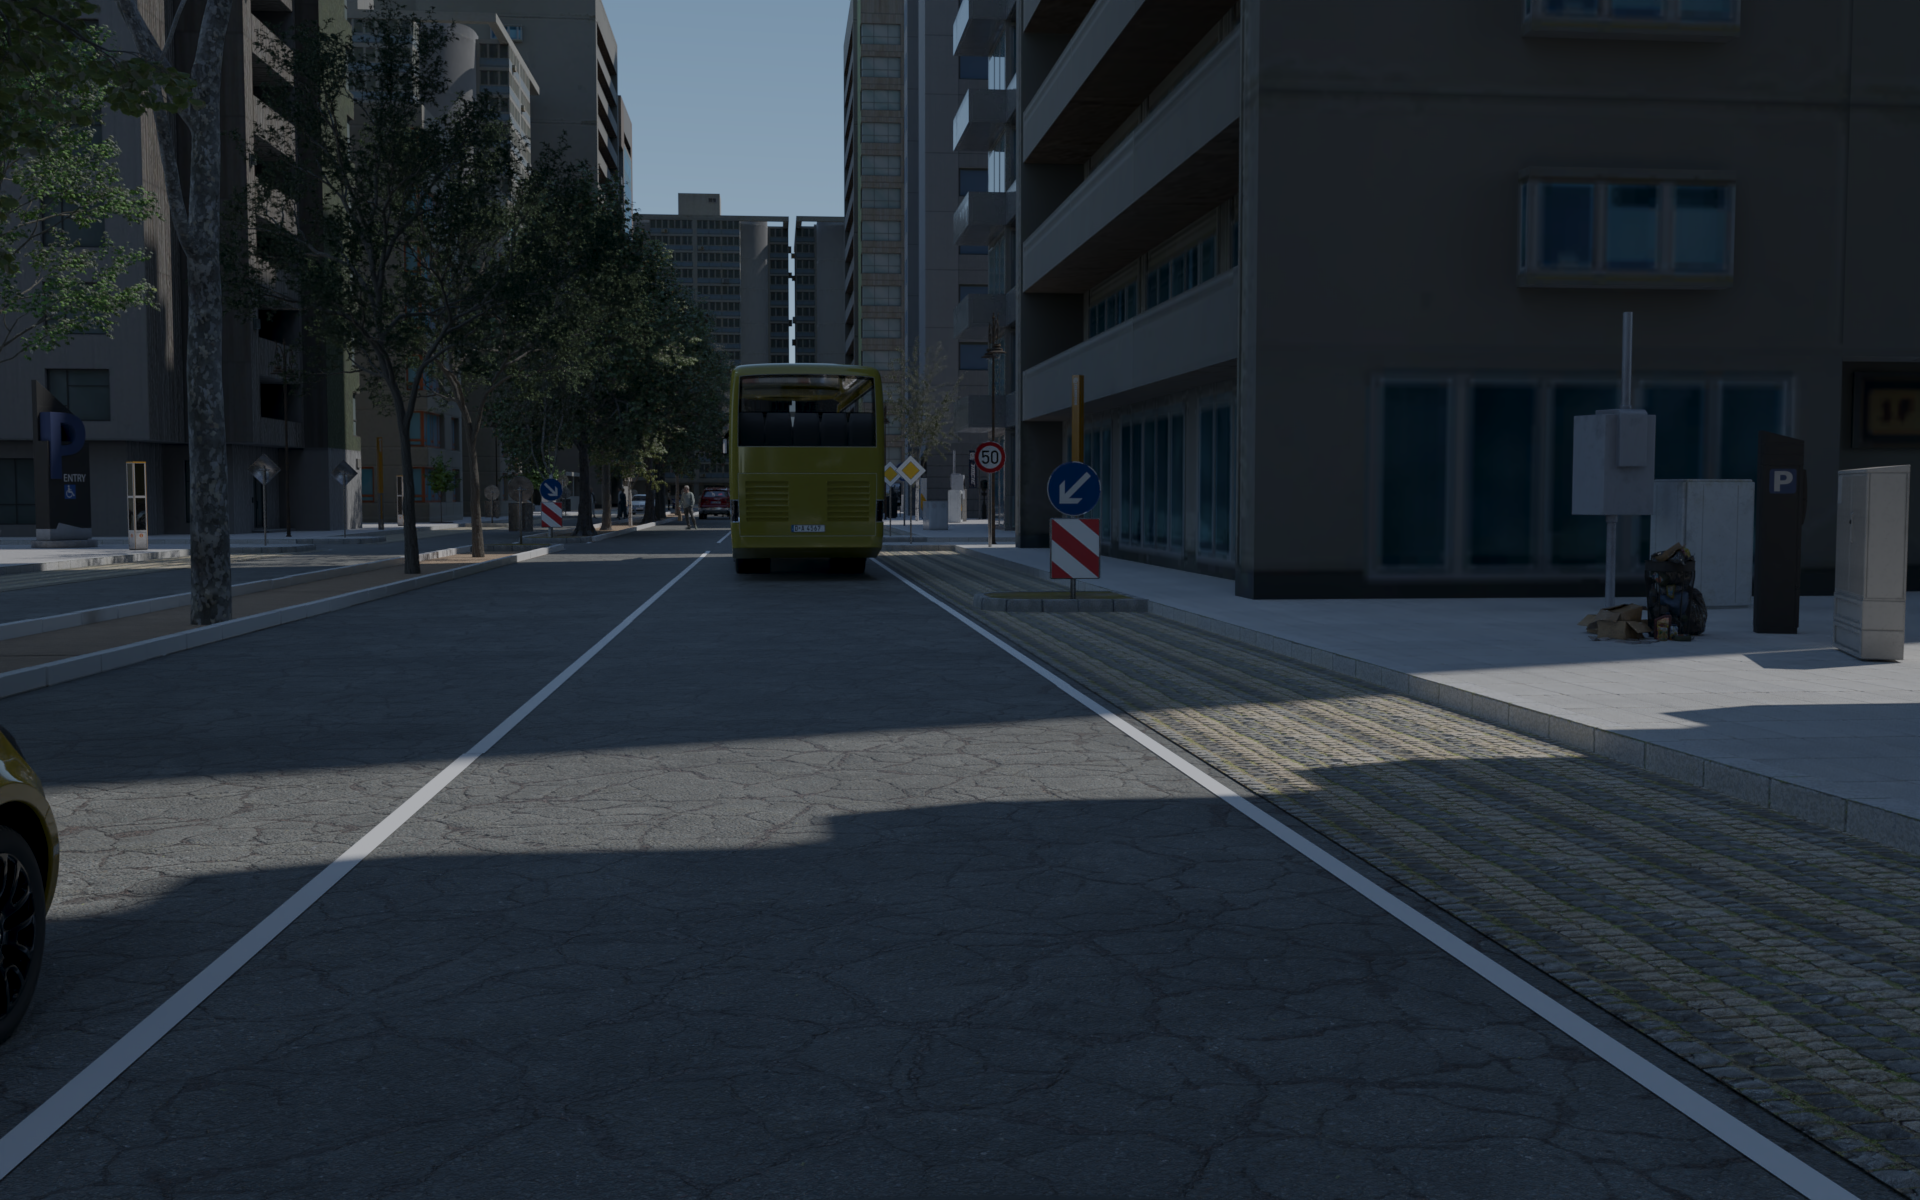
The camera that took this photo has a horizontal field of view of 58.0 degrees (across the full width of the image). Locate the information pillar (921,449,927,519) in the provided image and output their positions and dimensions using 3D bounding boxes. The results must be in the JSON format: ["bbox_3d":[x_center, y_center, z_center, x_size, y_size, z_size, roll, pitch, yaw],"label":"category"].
[{"bbox_3d":[-1.863,-5.996,89.387,0.183,3.616,0.504,2,4,30],"label":"information pillar"}]

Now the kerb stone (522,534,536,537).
[{"bbox_3d":[-13.305,-1.914,53.486,0.120,0.150,1.000,0,4,-6],"label":"kerb stone"}]

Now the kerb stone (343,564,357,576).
[{"bbox_3d":[-10.849,-0.505,30.514,0.120,0.150,1.000,0,4,-6],"label":"kerb stone"}]

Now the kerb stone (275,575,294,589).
[{"bbox_3d":[-10.411,-0.250,26.447,0.120,0.150,1.000,0,4,-6],"label":"kerb stone"}]

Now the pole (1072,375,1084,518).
[{"bbox_3d":[2.022,-2.197,29.760,0.158,3.312,0.155,0,3,0],"label":"pole"}]

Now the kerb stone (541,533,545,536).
[{"bbox_3d":[-13.519,-2.037,55.525,0.120,0.150,1.000,0,4,-6],"label":"kerb stone"}]

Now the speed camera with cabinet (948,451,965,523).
[{"bbox_3d":[-0.148,-5.126,78.147,0.660,3.252,2.038,0,4,6],"label":"speed camera with cabinet"}]

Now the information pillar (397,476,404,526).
[{"bbox_3d":[-22.285,-3.960,69.232,0.304,2.012,0.304,2,4,26],"label":"information pillar"}]

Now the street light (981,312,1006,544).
[{"bbox_3d":[0.848,-4.365,44.154,0.468,5.910,1.993,0,4,-6],"label":"street light"}]

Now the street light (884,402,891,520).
[{"bbox_3d":[-3.736,-6.962,86.617,0.468,5.910,1.993,0,4,-6],"label":"street light"}]

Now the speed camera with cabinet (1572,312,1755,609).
[{"bbox_3d":[7.855,-1.528,19.319,2.038,3.252,0.660,-1,4,-18],"label":"speed camera with cabinet"}]

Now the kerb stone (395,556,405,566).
[{"bbox_3d":[-11.281,-0.757,34.590,0.120,0.150,1.000,0,4,-6],"label":"kerb stone"}]

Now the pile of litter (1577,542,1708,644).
[{"bbox_3d":[6.120,-0.100,15.593,1.719,0.858,1.176,-3,5,-41],"label":"pile of litter"}]

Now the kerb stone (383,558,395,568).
[{"bbox_3d":[-11.170,-0.696,33.574,0.120,0.150,1.000,0,4,-6],"label":"kerb stone"}]

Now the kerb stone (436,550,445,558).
[{"bbox_3d":[-11.714,-1.007,38.659,0.120,0.150,1.000,0,4,-6],"label":"kerb stone"}]

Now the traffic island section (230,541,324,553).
[{"bbox_3d":[-17.247,-1.265,42.959,2.009,0.180,2.903,0,4,-6],"label":"traffic island section"}]

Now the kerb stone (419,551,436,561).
[{"bbox_3d":[-11.610,-0.938,37.641,0.120,0.150,1.000,0,4,-6],"label":"kerb stone"}]

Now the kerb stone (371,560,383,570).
[{"bbox_3d":[-11.061,-0.628,32.555,0.120,0.150,1.000,0,4,-6],"label":"kerb stone"}]

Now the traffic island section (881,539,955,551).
[{"bbox_3d":[-1.246,-1.369,44.656,2.009,0.180,2.903,0,4,-6],"label":"traffic island section"}]

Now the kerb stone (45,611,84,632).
[{"bbox_3d":[-9.541,0.245,18.295,0.120,0.150,1.000,0,4,-6],"label":"kerb stone"}]

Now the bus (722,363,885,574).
[{"bbox_3d":[-3.266,-2.605,34.144,2.896,3.916,12.252,0,4,-7],"label":"bus"}]

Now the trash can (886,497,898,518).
[{"bbox_3d":[-3.600,-4.883,91.485,0.748,1.137,0.748,0,3,0],"label":"trash can"}]

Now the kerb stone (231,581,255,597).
[{"bbox_3d":[-10.191,-0.135,24.409,0.120,0.150,1.000,0,4,-6],"label":"kerb stone"}]

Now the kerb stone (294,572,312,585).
[{"bbox_3d":[-10.516,-0.322,27.463,0.120,0.150,1.000,0,4,-6],"label":"kerb stone"}]

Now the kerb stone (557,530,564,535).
[{"bbox_3d":[-14.064,-2.351,60.626,0.120,0.150,1.000,0,4,-6],"label":"kerb stone"}]

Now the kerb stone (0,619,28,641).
[{"bbox_3d":[-9.428,0.301,17.279,0.120,0.150,1.000,0,4,-6],"label":"kerb stone"}]

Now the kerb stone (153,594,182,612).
[{"bbox_3d":[-9.864,0.051,21.354,0.120,0.150,1.000,0,4,-6],"label":"kerb stone"}]

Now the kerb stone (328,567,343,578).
[{"bbox_3d":[-10.736,-0.447,29.497,0.120,0.150,1.000,0,4,-6],"label":"kerb stone"}]

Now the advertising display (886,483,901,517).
[{"bbox_3d":[-3.765,-5.654,97.653,0.974,1.923,0.123,1,4,23],"label":"advertising display"}]

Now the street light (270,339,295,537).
[{"bbox_3d":[-20.111,-4.827,51.717,0.468,5.910,1.993,0,4,-6],"label":"street light"}]

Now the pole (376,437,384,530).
[{"bbox_3d":[-20.797,-4.177,62.131,0.158,3.312,0.155,0,3,0],"label":"pole"}]

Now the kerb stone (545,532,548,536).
[{"bbox_3d":[-13.623,-2.101,56.549,0.120,0.150,1.000,0,4,-6],"label":"kerb stone"}]

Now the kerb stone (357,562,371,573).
[{"bbox_3d":[-10.954,-0.571,31.534,0.120,0.150,1.000,0,4,-6],"label":"kerb stone"}]

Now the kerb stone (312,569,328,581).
[{"bbox_3d":[-10.629,-0.383,28.479,0.120,0.150,1.000,0,4,-6],"label":"kerb stone"}]

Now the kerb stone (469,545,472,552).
[{"bbox_3d":[-12.153,-1.257,42.741,0.120,0.150,1.000,0,4,-6],"label":"kerb stone"}]

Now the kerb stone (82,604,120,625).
[{"bbox_3d":[-9.651,0.178,19.313,0.120,0.150,1.000,0,4,-6],"label":"kerb stone"}]

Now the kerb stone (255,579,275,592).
[{"bbox_3d":[-10.305,-0.198,25.430,0.120,0.150,1.000,0,4,-6],"label":"kerb stone"}]

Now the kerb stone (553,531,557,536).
[{"bbox_3d":[-13.846,-2.226,58.585,0.120,0.150,1.000,0,4,-6],"label":"kerb stone"}]

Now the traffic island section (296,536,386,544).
[{"bbox_3d":[-18.095,-1.750,50.899,2.009,0.180,2.903,0,4,-6],"label":"traffic island section"}]

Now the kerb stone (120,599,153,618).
[{"bbox_3d":[-9.754,0.114,20.338,0.120,0.150,1.000,0,4,-6],"label":"kerb stone"}]

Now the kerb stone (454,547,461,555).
[{"bbox_3d":[-11.936,-1.132,40.708,0.120,0.150,1.000,0,4,-6],"label":"kerb stone"}]

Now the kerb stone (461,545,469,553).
[{"bbox_3d":[-12.046,-1.194,41.724,0.120,0.150,1.000,0,4,-6],"label":"kerb stone"}]

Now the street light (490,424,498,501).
[{"bbox_3d":[-24.493,-7.262,91.515,0.468,5.910,1.993,0,4,-6],"label":"street light"}]

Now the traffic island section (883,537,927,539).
[{"bbox_3d":[-2.094,-1.854,52.597,2.009,0.180,2.903,0,4,-6],"label":"traffic island section"}]

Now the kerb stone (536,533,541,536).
[{"bbox_3d":[-13.403,-1.974,54.509,0.120,0.150,1.000,0,4,-6],"label":"kerb stone"}]

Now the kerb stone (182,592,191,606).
[{"bbox_3d":[-9.975,-0.011,22.370,0.120,0.150,1.000,0,4,-6],"label":"kerb stone"}]

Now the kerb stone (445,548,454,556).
[{"bbox_3d":[-11.817,-1.066,39.678,0.120,0.150,1.000,0,4,-6],"label":"kerb stone"}]
